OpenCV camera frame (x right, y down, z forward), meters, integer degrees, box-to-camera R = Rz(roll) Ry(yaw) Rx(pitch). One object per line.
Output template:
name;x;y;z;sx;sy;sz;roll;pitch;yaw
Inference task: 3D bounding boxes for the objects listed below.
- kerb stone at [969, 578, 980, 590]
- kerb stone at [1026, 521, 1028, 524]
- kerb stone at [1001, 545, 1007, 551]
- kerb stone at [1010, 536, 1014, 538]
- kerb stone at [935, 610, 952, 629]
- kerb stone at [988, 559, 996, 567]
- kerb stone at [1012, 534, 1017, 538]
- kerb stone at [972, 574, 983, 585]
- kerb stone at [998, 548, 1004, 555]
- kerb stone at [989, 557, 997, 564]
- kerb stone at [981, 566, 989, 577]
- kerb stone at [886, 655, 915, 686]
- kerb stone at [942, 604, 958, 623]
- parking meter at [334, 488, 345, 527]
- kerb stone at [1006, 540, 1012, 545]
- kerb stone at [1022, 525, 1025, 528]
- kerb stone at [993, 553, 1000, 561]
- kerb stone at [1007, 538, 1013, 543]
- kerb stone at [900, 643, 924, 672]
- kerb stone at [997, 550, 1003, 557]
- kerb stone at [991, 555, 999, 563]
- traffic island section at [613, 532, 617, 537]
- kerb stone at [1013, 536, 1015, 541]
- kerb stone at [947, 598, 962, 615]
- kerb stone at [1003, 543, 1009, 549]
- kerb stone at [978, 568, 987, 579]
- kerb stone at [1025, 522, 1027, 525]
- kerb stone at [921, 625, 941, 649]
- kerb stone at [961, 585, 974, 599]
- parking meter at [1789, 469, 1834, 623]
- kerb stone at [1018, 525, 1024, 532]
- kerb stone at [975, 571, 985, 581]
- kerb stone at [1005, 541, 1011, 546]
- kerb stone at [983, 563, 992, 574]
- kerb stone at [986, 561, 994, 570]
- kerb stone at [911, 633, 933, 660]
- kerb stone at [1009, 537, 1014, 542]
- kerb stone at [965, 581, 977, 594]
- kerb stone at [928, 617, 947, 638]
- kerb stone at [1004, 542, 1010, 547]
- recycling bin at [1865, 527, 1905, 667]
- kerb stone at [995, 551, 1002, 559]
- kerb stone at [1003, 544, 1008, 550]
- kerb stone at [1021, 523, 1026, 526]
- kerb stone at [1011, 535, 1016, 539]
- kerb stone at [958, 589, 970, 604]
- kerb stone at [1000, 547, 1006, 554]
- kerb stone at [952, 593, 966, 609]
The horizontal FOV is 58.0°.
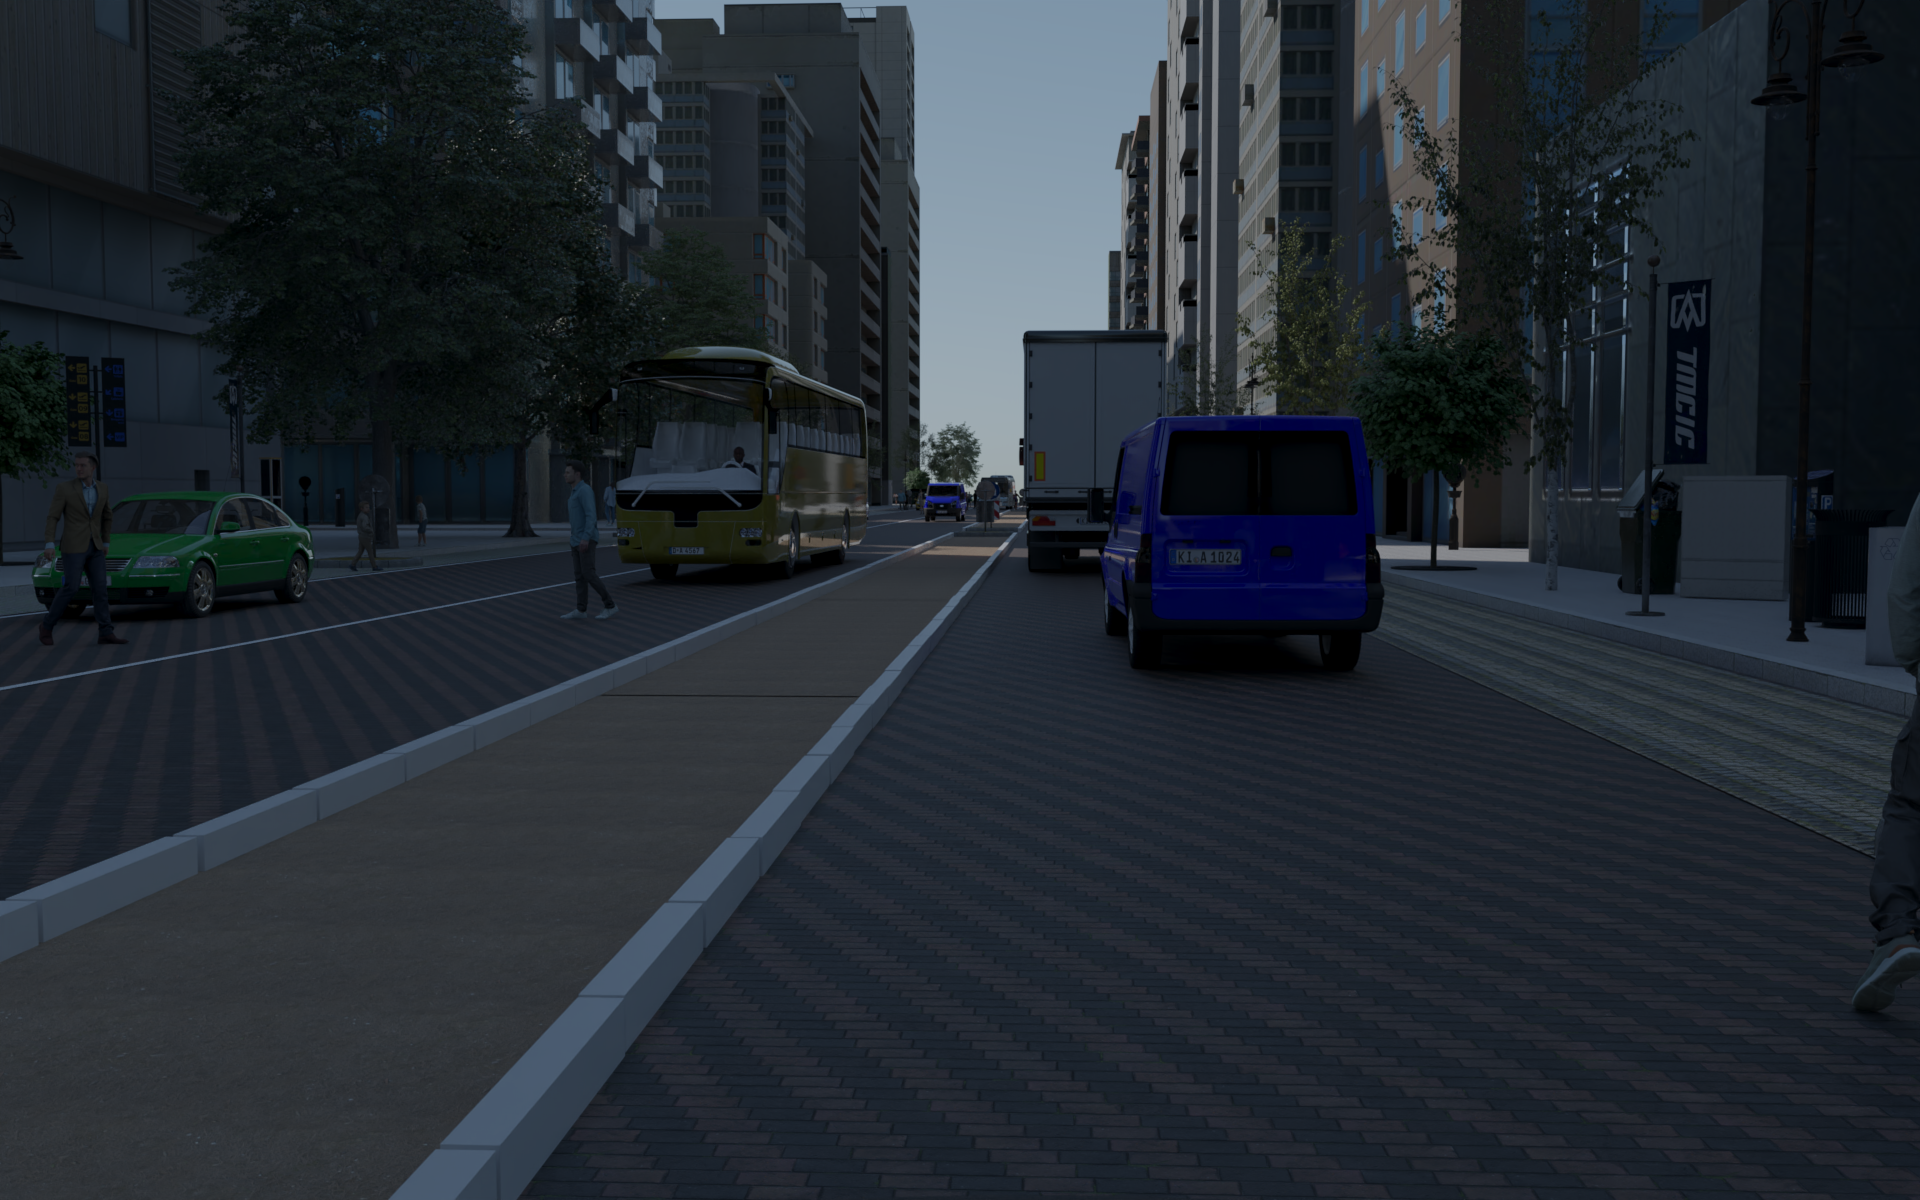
kerb stone;0.177;-0.193;25.410;0.120;0.150;1.000;0;4;3
kerb stone;2.755;-3.236;75.107;0.120;0.150;1.000;0;4;3
kerb stone;0.972;-1.136;40.763;0.120;0.150;1.000;0;4;3
kerb stone;1.391;-1.636;48.944;0.120;0.150;1.000;0;4;3
kerb stone;-0.198;0.243;18.242;0.120;0.150;1.000;0;4;3
kerb stone;0.548;-0.628;32.579;0.120;0.150;1.000;0;4;3
kerb stone;1.555;-1.823;52.010;0.120;0.150;1.000;0;4;3
kerb stone;0.232;-0.260;26.439;0.120;0.150;1.000;0;4;3
kerb stone;0.864;-1.010;38.718;0.120;0.150;1.000;0;4;3
kerb stone;0.601;-0.698;33.609;0.120;0.150;1.000;0;4;3
kerb stone;0.381;-0.445;29.507;0.120;0.150;1.000;0;4;3
kerb stone;-0.462;0.555;13.124;0.120;0.150;1.000;0;4;3
kerb stone;-0.143;0.182;19.264;0.120;0.150;1.000;0;4;3
parking meter;-24.213;-3.621;67.620;0.372;1.533;0.369;0;3;0
kerb stone;1.234;-1.446;45.874;0.120;0.150;1.000;0;4;3
kerb stone;2.328;-2.732;66.932;0.120;0.150;1.000;0;4;3
kerb stone;0.703;-0.823;35.651;0.120;0.150;1.000;0;4;3
kerb stone;1.288;-1.511;46.901;0.120;0.150;1.000;0;4;3
kerb stone;-0.410;0.494;14.151;0.120;0.150;1.000;0;4;3
kerb stone;0.811;-0.948;37.696;0.120;0.150;1.000;0;4;3
kerb stone;0.651;-0.761;34.630;0.120;0.150;1.000;0;4;3
traffic island section;-10.457;-2.234;58.800;2.009;0.180;2.903;0;4;3
kerb stone;1.446;-1.692;49.966;0.120;0.150;1.000;0;4;3
kerb stone;-0.088;0.116;20.292;0.120;0.150;1.000;0;4;3
kerb stone;1.076;-1.258;42.805;0.120;0.150;1.000;0;4;3
kerb stone;0.330;-0.385;28.486;0.120;0.150;1.000;0;4;3
kerb stone;2.651;-3.111;73.066;0.120;0.150;1.000;0;4;3
kerb stone;-0.298;0.367;16.196;0.120;0.150;1.000;0;4;3
kerb stone;0.068;-0.071;23.364;0.120;0.150;1.000;0;4;3
parking meter;8.564;-0.551;17.423;0.372;1.533;0.369;0;3;0
kerb stone;2.264;-2.673;65.912;0.120;0.150;1.000;0;4;3
kerb stone;0.277;-0.318;27.461;0.120;0.150;1.000;0;4;3
kerb stone;1.182;-1.385;44.853;0.120;0.150;1.000;0;4;3
kerb stone;0.441;-0.510;30.536;0.120;0.150;1.000;0;4;3
kerb stone;0.501;-0.571;31.556;0.120;0.150;1.000;0;4;3
kerb stone;-0.356;0.429;15.175;0.120;0.150;1.000;0;4;3
kerb stone;1.341;-1.574;47.923;0.120;0.150;1.000;0;4;3
kerb stone;0.120;-0.134;24.389;0.120;0.150;1.000;0;4;3
kerb stone;-0.248;0.310;17.218;0.120;0.150;1.000;0;4;3
kerb stone;1.133;-1.323;43.825;0.120;0.150;1.000;0;4;3
recycling bin;7.277;-0.027;12.998;0.722;1.027;0.722;3;5;39
kerb stone;0.760;-0.886;36.675;0.120;0.150;1.000;0;4;3
kerb stone;1.022;-1.198;41.784;0.120;0.150;1.000;0;4;3
kerb stone;2.540;-2.986;71.024;0.120;0.150;1.000;0;4;3
kerb stone;1.508;-1.760;50.986;0.120;0.150;1.000;0;4;3
kerb stone;0.017;-0.004;22.343;0.120;0.150;1.000;0;4;3
kerb stone;0.921;-1.073;39.742;0.120;0.150;1.000;0;4;3
kerb stone;-0.045;0.053;21.322;0.120;0.150;1.000;0;4;3
